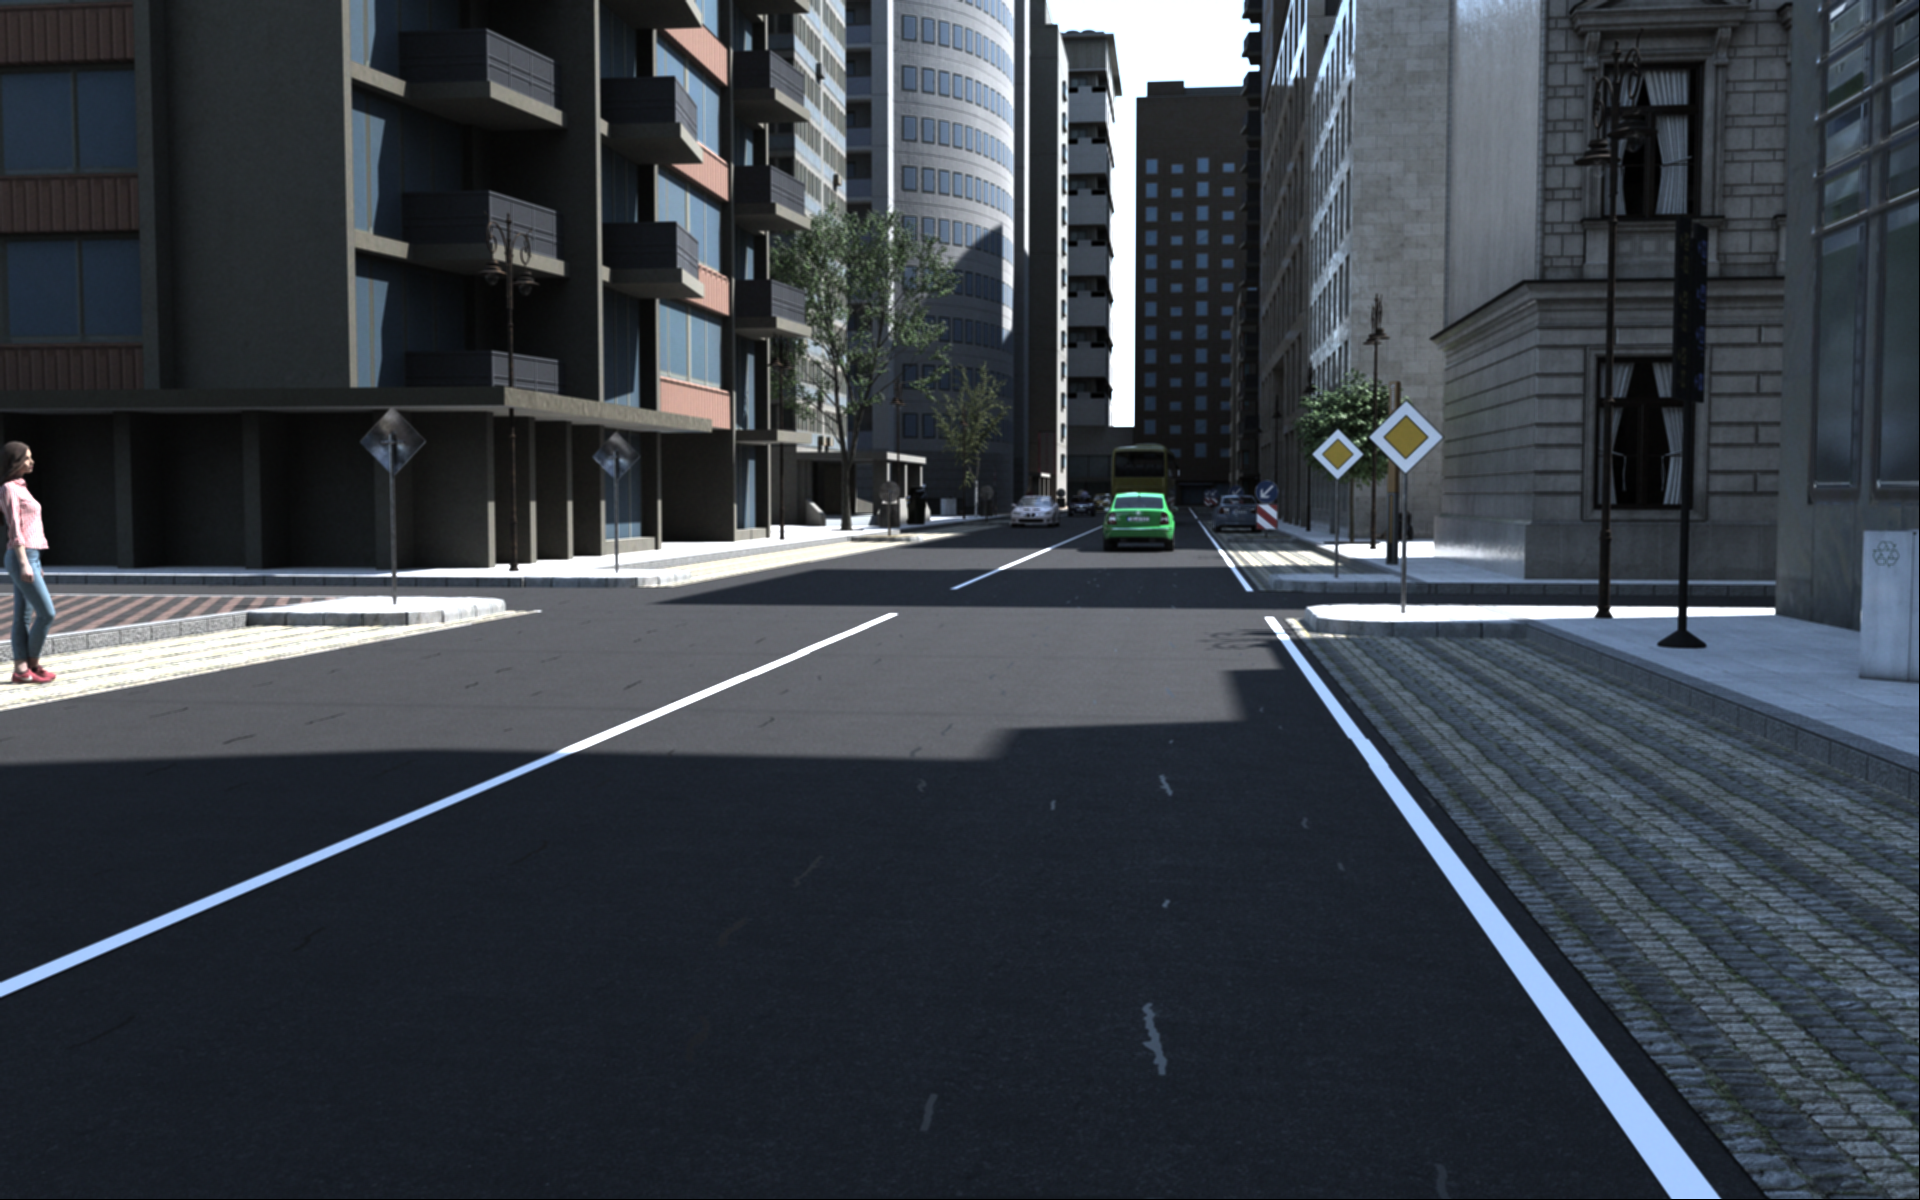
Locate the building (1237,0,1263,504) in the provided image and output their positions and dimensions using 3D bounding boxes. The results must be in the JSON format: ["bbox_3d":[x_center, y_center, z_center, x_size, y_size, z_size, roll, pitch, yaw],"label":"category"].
[{"bbox_3d":[32.517,-29.126,130.829,22.147,44.769,28.867,0,4,7],"label":"building"}]

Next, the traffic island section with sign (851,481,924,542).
[{"bbox_3d":[-2.152,-2.674,52.348,1.989,1.847,2.006,0,4,7],"label":"traffic island section with sign"}]

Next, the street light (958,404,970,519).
[{"bbox_3d":[0.211,-7.114,89.098,0.468,5.910,1.993,0,4,7],"label":"street light"}]

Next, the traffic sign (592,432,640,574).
[{"bbox_3d":[-5.542,-1.485,27.915,0.795,2.450,0.064,0,4,7],"label":"traffic sign"}]

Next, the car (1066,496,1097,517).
[{"bbox_3d":[7.858,-6.062,111.698,1.945,1.354,3.894,0,4,5],"label":"car"}]

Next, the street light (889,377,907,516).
[{"bbox_3d":[-2.438,-5.849,68.419,0.468,5.910,1.993,0,4,7],"label":"street light"}]

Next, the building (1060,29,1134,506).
[{"bbox_3d":[6.583,-37.346,199.851,27.495,52.752,28.713,0,4,7],"label":"building"}]

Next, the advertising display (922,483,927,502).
[{"bbox_3d":[-2.477,-5.988,103.120,0.974,1.923,0.123,0,4,-5],"label":"advertising display"}]

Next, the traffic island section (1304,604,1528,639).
[{"bbox_3d":[4.783,0.224,18.622,2.009,0.180,2.903,0,4,7],"label":"traffic island section"}]

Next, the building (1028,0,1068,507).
[{"bbox_3d":[-0.731,-33.301,168.172,21.600,48.544,21.300,0,4,7],"label":"building"}]

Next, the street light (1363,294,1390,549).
[{"bbox_3d":[9.609,-4.117,40.101,0.468,5.910,1.993,0,4,7],"label":"street light"}]

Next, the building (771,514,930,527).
[{"bbox_3d":[-18.274,-23.567,77.209,32.217,40.220,23.993,0,4,7],"label":"building"}]

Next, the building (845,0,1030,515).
[{"bbox_3d":[-6.981,-35.169,117.017,21.231,58.520,28.212,0,4,7],"label":"building"}]

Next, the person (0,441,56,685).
[{"bbox_3d":[-6.989,-0.272,12.957,0.388,1.821,0.555,-2,4,-33],"label":"person"}]

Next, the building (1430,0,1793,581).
[{"bbox_3d":[18.090,-10.056,29.035,19.286,19.102,10.561,0,4,7],"label":"building"}]

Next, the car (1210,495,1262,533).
[{"bbox_3d":[10.442,-3.263,65.347,2.014,1.417,4.499,0,4,7],"label":"car"}]

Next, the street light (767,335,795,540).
[{"bbox_3d":[-4.999,-4.630,48.493,0.468,5.910,1.993,0,4,7],"label":"street light"}]

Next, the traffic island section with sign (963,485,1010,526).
[{"bbox_3d":[1.238,-4.310,79.090,1.989,1.847,2.006,0,4,7],"label":"traffic island section with sign"}]

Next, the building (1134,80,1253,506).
[{"bbox_3d":[26.547,-33.067,190.752,14.200,45.320,14.600,0,4,7],"label":"building"}]

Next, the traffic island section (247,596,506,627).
[{"bbox_3d":[-6.568,0.136,20.057,2.009,0.180,2.903,0,4,7],"label":"traffic island section"}]

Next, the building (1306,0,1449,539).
[{"bbox_3d":[17.399,-12.371,57.013,10.420,20.320,16.860,0,4,7],"label":"building"}]

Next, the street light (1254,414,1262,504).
[{"bbox_3d":[17.138,-7.756,99.597,0.468,5.910,1.993,0,4,7],"label":"street light"}]

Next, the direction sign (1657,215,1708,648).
[{"bbox_3d":[6.081,-1.375,14.485,0.379,3.537,0.876,3,4,37],"label":"direction sign"}]

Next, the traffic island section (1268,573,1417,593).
[{"bbox_3d":[5.785,-0.261,26.544,2.009,0.180,2.903,0,4,7],"label":"traffic island section"}]

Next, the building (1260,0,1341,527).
[{"bbox_3d":[24.865,-16.977,82.089,19.350,26.468,34.151,0,4,7],"label":"building"}]

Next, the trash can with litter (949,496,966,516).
[{"bbox_3d":[-0.236,-5.586,102.710,1.055,1.170,0.624,-2,4,-27],"label":"trash can with litter"}]

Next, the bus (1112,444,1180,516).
[{"bbox_3d":[9.051,-5.666,84.191,2.896,3.916,12.252,1,4,9],"label":"bus"}]

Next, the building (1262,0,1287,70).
[{"bbox_3d":[26.416,-28.123,109.917,14.600,45.320,14.200,0,4,7],"label":"building"}]

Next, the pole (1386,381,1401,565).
[{"bbox_3d":[7.874,-2.301,31.459,0.158,3.312,0.155,0,3,0],"label":"pole"}]

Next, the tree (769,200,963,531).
[{"bbox_3d":[-3.876,-8.233,60.360,9.928,11.665,9.643,0,3,0],"label":"tree"}]

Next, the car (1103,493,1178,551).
[{"bbox_3d":[4.673,-2.210,44.928,1.959,1.807,4.718,0,4,7],"label":"car"}]

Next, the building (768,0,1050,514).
[{"bbox_3d":[-8.880,-27.710,144.944,32.217,40.220,23.993,0,4,7],"label":"building"}]

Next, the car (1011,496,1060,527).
[{"bbox_3d":[3.341,-3.886,75.903,2.083,1.381,4.827,0,4,8],"label":"car"}]

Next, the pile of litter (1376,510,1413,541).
[{"bbox_3d":[12.190,-2.118,48.599,1.176,0.858,1.719,2,4,32],"label":"pile of litter"}]

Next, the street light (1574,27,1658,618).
[{"bbox_3d":[6.684,-2.753,17.806,0.468,5.910,1.993,0,4,7],"label":"street light"}]

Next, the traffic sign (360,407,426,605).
[{"bbox_3d":[-6.543,-1.000,19.992,0.795,2.450,0.064,0,4,7],"label":"traffic sign"}]

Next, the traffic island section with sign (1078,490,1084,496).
[{"bbox_3d":[10.986,-9.027,156.216,1.989,1.847,2.006,0,4,7],"label":"traffic island section with sign"}]

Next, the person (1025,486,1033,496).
[{"bbox_3d":[3.283,-4.486,81.814,0.573,1.828,0.580,-1,4,-21],"label":"person"}]

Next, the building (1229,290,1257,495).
[{"bbox_3d":[39.299,-19.248,159.742,27.650,21.520,28.899,0,4,7],"label":"building"}]

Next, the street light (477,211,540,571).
[{"bbox_3d":[-7.425,-3.417,28.651,0.468,5.910,1.993,0,4,7],"label":"street light"}]

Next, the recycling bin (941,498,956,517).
[{"bbox_3d":[-0.657,-5.315,99.447,0.722,1.027,0.722,-1,4,-23],"label":"recycling bin"}]

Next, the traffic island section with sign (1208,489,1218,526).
[{"bbox_3d":[12.273,-4.226,77.721,1.989,1.847,2.006,0,4,7],"label":"traffic island section with sign"}]

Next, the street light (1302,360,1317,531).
[{"bbox_3d":[12.091,-5.330,59.936,0.468,5.910,1.993,0,4,7],"label":"street light"}]

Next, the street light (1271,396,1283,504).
[{"bbox_3d":[14.567,-6.543,79.773,0.468,5.910,1.993,0,4,7],"label":"street light"}]

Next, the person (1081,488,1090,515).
[{"bbox_3d":[8.699,-6.849,120.344,0.709,1.838,0.599,1,4,9],"label":"person"}]

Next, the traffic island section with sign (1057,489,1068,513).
[{"bbox_3d":[7.601,-7.391,129.473,1.989,1.847,2.006,0,4,7],"label":"traffic island section with sign"}]

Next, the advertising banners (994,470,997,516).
[{"bbox_3d":[2.047,-6.348,99.982,0.090,3.025,2.074,0,4,3],"label":"advertising banners"}]

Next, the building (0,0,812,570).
[{"bbox_3d":[-16.098,-23.702,42.153,22.147,44.769,28.867,0,4,7],"label":"building"}]

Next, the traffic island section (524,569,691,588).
[{"bbox_3d":[-5.566,-0.349,27.979,2.009,0.180,2.903,0,4,7],"label":"traffic island section"}]

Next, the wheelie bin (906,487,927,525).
[{"bbox_3d":[-1.806,-3.991,73.156,0.980,1.594,0.693,-3,5,-42],"label":"wheelie bin"}]

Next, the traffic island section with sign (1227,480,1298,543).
[{"bbox_3d":[8.880,-2.590,50.980,1.989,1.847,2.006,0,4,7],"label":"traffic island section with sign"}]

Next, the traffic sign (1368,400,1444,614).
[{"bbox_3d":[4.759,-0.912,18.548,0.795,2.450,0.064,0,4,7],"label":"traffic sign"}]

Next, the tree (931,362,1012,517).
[{"bbox_3d":[0.651,-8.855,95.137,4.737,8.622,4.395,0,3,0],"label":"tree"}]

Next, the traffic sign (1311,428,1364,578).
[{"bbox_3d":[5.760,-1.396,26.470,0.795,2.450,0.064,0,4,7],"label":"traffic sign"}]

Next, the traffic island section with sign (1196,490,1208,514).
[{"bbox_3d":[18.557,-7.271,127.508,1.989,1.847,2.006,0,4,7],"label":"traffic island section with sign"}]

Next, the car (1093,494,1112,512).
[{"bbox_3d":[11.259,-7.730,136.606,2.015,1.641,3.980,1,4,9],"label":"car"}]

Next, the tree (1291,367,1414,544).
[{"bbox_3d":[10.258,-3.740,44.860,4.285,4.588,4.351,0,3,0],"label":"tree"}]

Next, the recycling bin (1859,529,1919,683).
[{"bbox_3d":[6.746,0.036,11.972,0.722,1.027,0.722,-3,4,-38],"label":"recycling bin"}]
